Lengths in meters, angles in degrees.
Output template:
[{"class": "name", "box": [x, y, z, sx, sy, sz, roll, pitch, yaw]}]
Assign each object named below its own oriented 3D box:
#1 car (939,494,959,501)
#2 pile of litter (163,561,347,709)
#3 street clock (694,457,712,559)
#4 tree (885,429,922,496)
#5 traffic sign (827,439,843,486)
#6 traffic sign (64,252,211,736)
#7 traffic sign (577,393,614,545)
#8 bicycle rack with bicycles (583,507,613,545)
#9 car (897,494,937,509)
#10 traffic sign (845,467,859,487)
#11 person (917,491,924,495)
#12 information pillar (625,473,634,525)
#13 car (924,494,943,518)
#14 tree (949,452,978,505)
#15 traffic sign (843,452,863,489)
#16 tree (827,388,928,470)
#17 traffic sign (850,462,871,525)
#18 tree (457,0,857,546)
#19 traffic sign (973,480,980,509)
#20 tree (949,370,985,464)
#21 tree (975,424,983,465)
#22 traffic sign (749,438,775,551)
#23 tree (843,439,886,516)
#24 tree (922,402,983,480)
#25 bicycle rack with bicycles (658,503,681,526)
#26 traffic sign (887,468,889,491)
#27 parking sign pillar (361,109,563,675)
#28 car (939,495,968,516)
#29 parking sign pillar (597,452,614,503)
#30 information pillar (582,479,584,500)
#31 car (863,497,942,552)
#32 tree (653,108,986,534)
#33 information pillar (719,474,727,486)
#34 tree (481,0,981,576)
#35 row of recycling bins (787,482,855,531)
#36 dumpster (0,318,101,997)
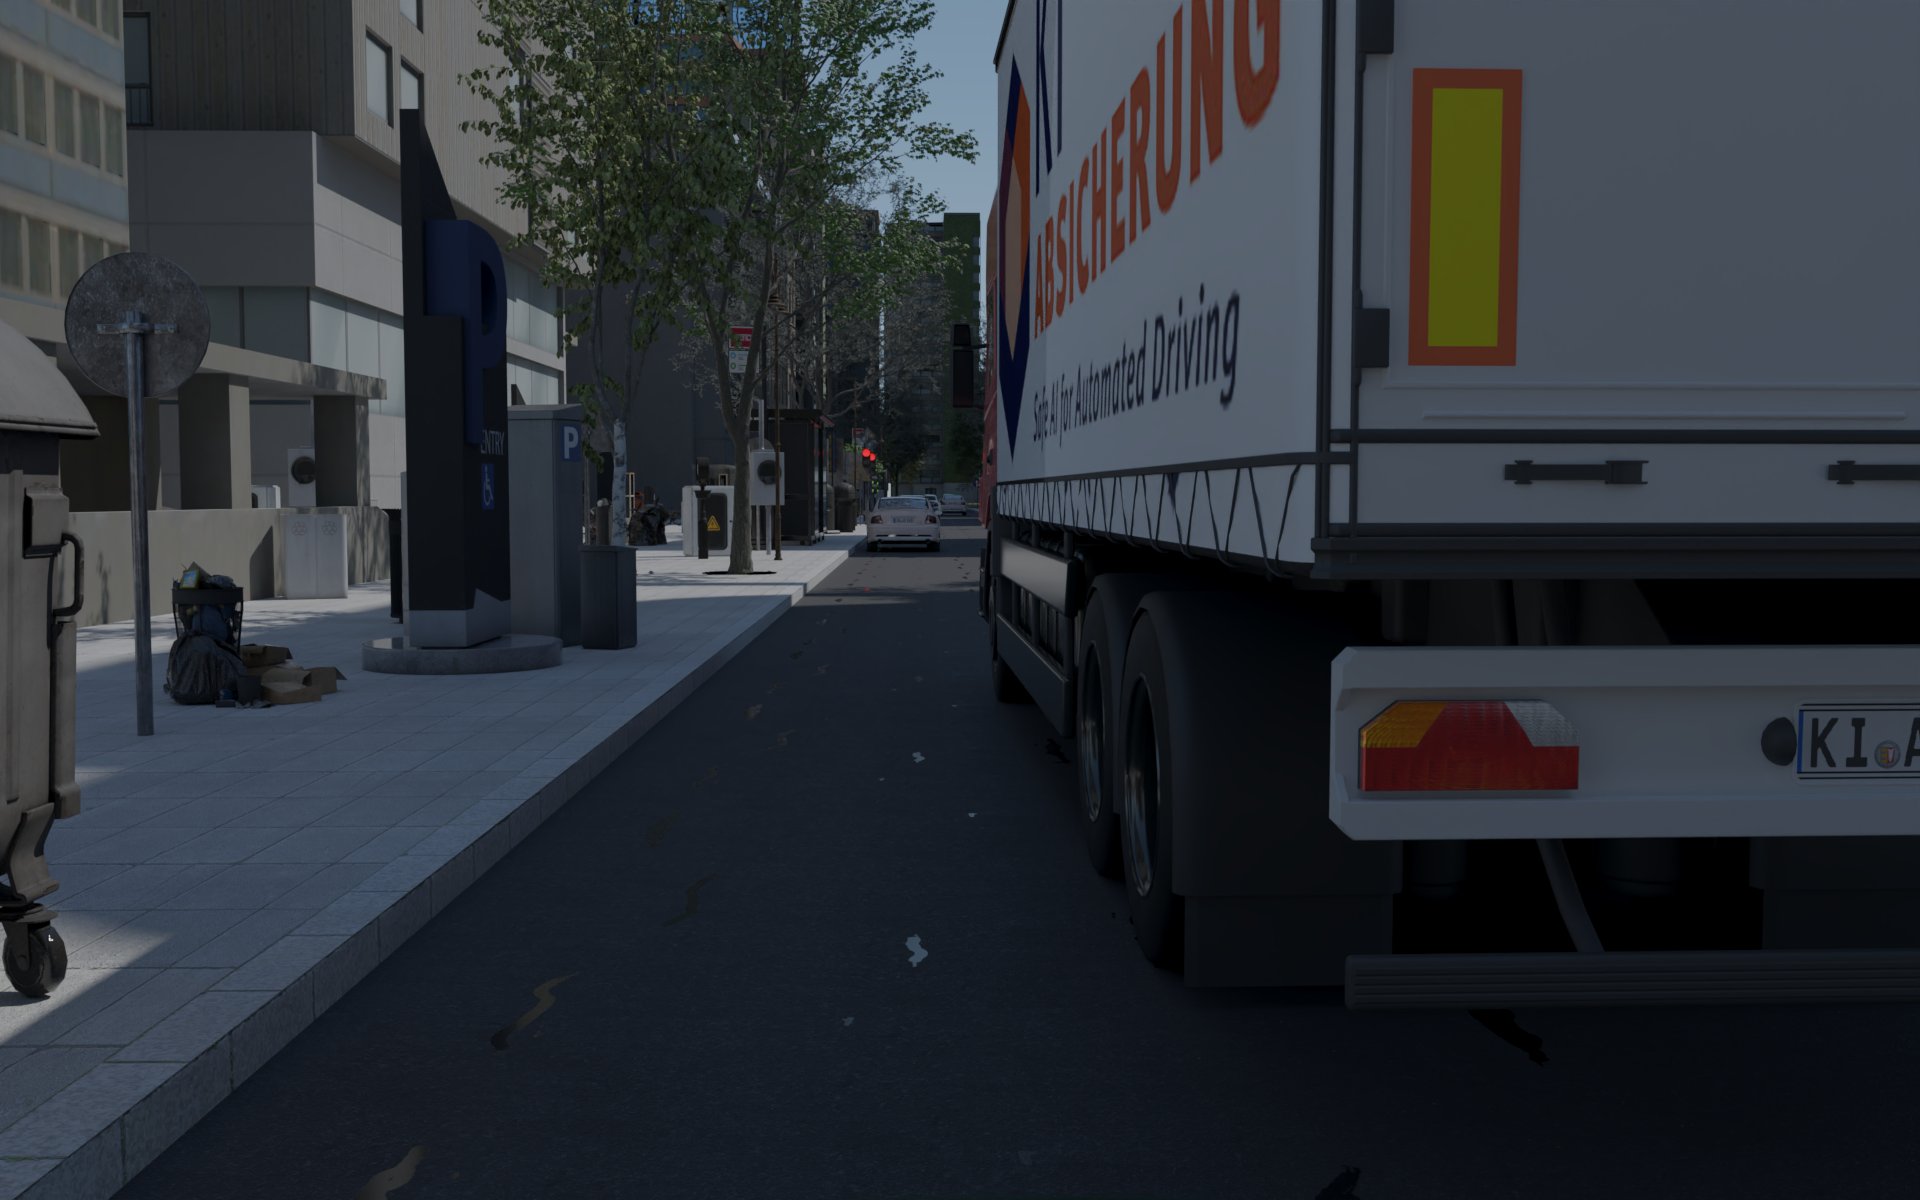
[{"class": "car", "box": [-0.715, -7.944, 138.683, 1.959, 1.807, 4.718, 0, 4, 0]}, {"class": "pile of litter", "box": [-4.562, 0.174, 11.127, 1.176, 0.858, 1.719, -1, 4, -10]}, {"class": "street clock", "box": [-5.076, -1.811, 34.184, 0.358, 2.002, 0.471, -1, 4, -14]}, {"class": "tree", "box": [-7.640, -18.270, 216.834, 7.486, 12.596, 7.792, 0, 3, 0]}, {"class": "traffic sign", "box": [-5.397, -4.263, 63.577, 2.265, 3.308, 0.079, 0, 4, 8]}, {"class": "traffic sign", "box": [-4.334, -0.552, 9.138, 0.768, 2.556, 0.104, 0, 4, 0]}, {"class": "traffic sign", "box": [-4.676, -1.327, 21.703, 0.884, 2.594, 0.081, 0, 4, 1]}, {"class": "bicycle rack with bicycles", "box": [-9.771, -1.676, 40.790, 2.925, 0.926, 2.852, 2, 4, 27]}, {"class": "car", "box": [-1.922, -3.651, 69.484, 2.009, 1.686, 4.222, 0, 4, -2]}, {"class": "traffic sign", "box": [-5.081, -5.035, 82.421, 0.768, 2.556, 0.104, 0, 4, 6]}, {"class": "person", "box": [-3.986, -10.040, 173.459, 0.742, 1.727, 0.445, 0, 4, 1]}, {"class": "information pillar", "box": [-11.490, -3.398, 60.043, 0.304, 2.012, 0.304, 1, 4, 17]}, {"class": "car", "box": [-2.029, -5.591, 103.416, 2.014, 1.417, 4.499, 0, 4, 0]}, {"class": "tree", "box": [0.880, -16.213, 215.441, 4.360, 8.622, 3.978, 0, 3, 0]}, {"class": "traffic sign", "box": [-5.833, -5.510, 83.964, 2.265, 3.308, 0.079, 0, 4, 3]}, {"class": "tree", "box": [-6.881, -12.950, 146.143, 8.767, 10.594, 7.601, -1, 4, -14]}, {"class": "traffic sign", "box": [-4.067, -4.322, 70.661, 0.884, 2.594, 0.081, 0, 4, 5]}, {"class": "tree", "box": [-3.443, -4.148, 18.186, 4.737, 8.622, 4.395, 0, 3, 0]}, {"class": "traffic sign", "box": [1.537, -9.295, 152.073, 0.768, 2.556, 0.104, 0, 4, 3]}, {"class": "tree", "box": [2.716, -10.748, 110.140, 7.601, 10.594, 8.767, 0, 4, 5]}, {"class": "tree", "box": [3.079, -11.433, 137.292, 4.737, 8.622, 4.395, 0, 3, 0]}, {"class": "traffic sign", "box": [-4.551, -2.380, 39.014, 0.768, 2.556, 0.104, 0, 4, 6]}, {"class": "tree", "box": [-6.029, -7.209, 101.581, 4.285, 4.588, 4.351, 0, 3, 0]}, {"class": "tree", "box": [1.735, -14.816, 160.370, 7.486, 12.596, 7.792, 0, 3, 0]}, {"class": "bicycle rack with bicycles", "box": [-11.378, -3.496, 70.536, 2.925, 0.926, 2.852, 1, 4, 21]}, {"class": "traffic sign", "box": [-6.688, -8.642, 135.163, 2.265, 3.308, 0.079, 0, 4, 8]}, {"class": "parking sign pillar", "box": [-3.722, -1.492, 12.863, 1.447, 3.967, 1.447, 0, 4, -1]}, {"class": "car", "box": [-0.494, -6.399, 116.988, 2.083, 1.381, 4.827, 0, 4, -1]}, {"class": "parking sign pillar", "box": [-16.661, -5.761, 82.657, 1.447, 3.967, 1.447, -1, 4, -11]}, {"class": "information pillar", "box": [-19.049, -5.045, 86.971, 0.304, 2.012, 0.304, 1, 4, 14]}, {"class": "car", "box": [-1.475, -1.973, 44.624, 2.083, 1.381, 4.827, 0, 4, -3]}, {"class": "tree", "box": [-4.585, -8.871, 55.407, 12.009, 13.543, 11.850, 0, 3, 0]}, {"class": "information pillar", "box": [-8.661, -3.602, 63.384, 0.304, 2.012, 0.304, 0, 4, -6]}, {"class": "tree", "box": [-3.541, -6.203, 27.169, 9.928, 11.665, 9.643, 0, 3, 0]}, {"class": "row of recycling bins", "box": [-5.227, -3.285, 60.828, 3.534, 1.692, 1.069, -2, 4, -35]}, {"class": "dumpster", "box": [-2.860, 0.128, 3.670, 1.264, 1.857, 1.865, 0, 4, -1]}]
